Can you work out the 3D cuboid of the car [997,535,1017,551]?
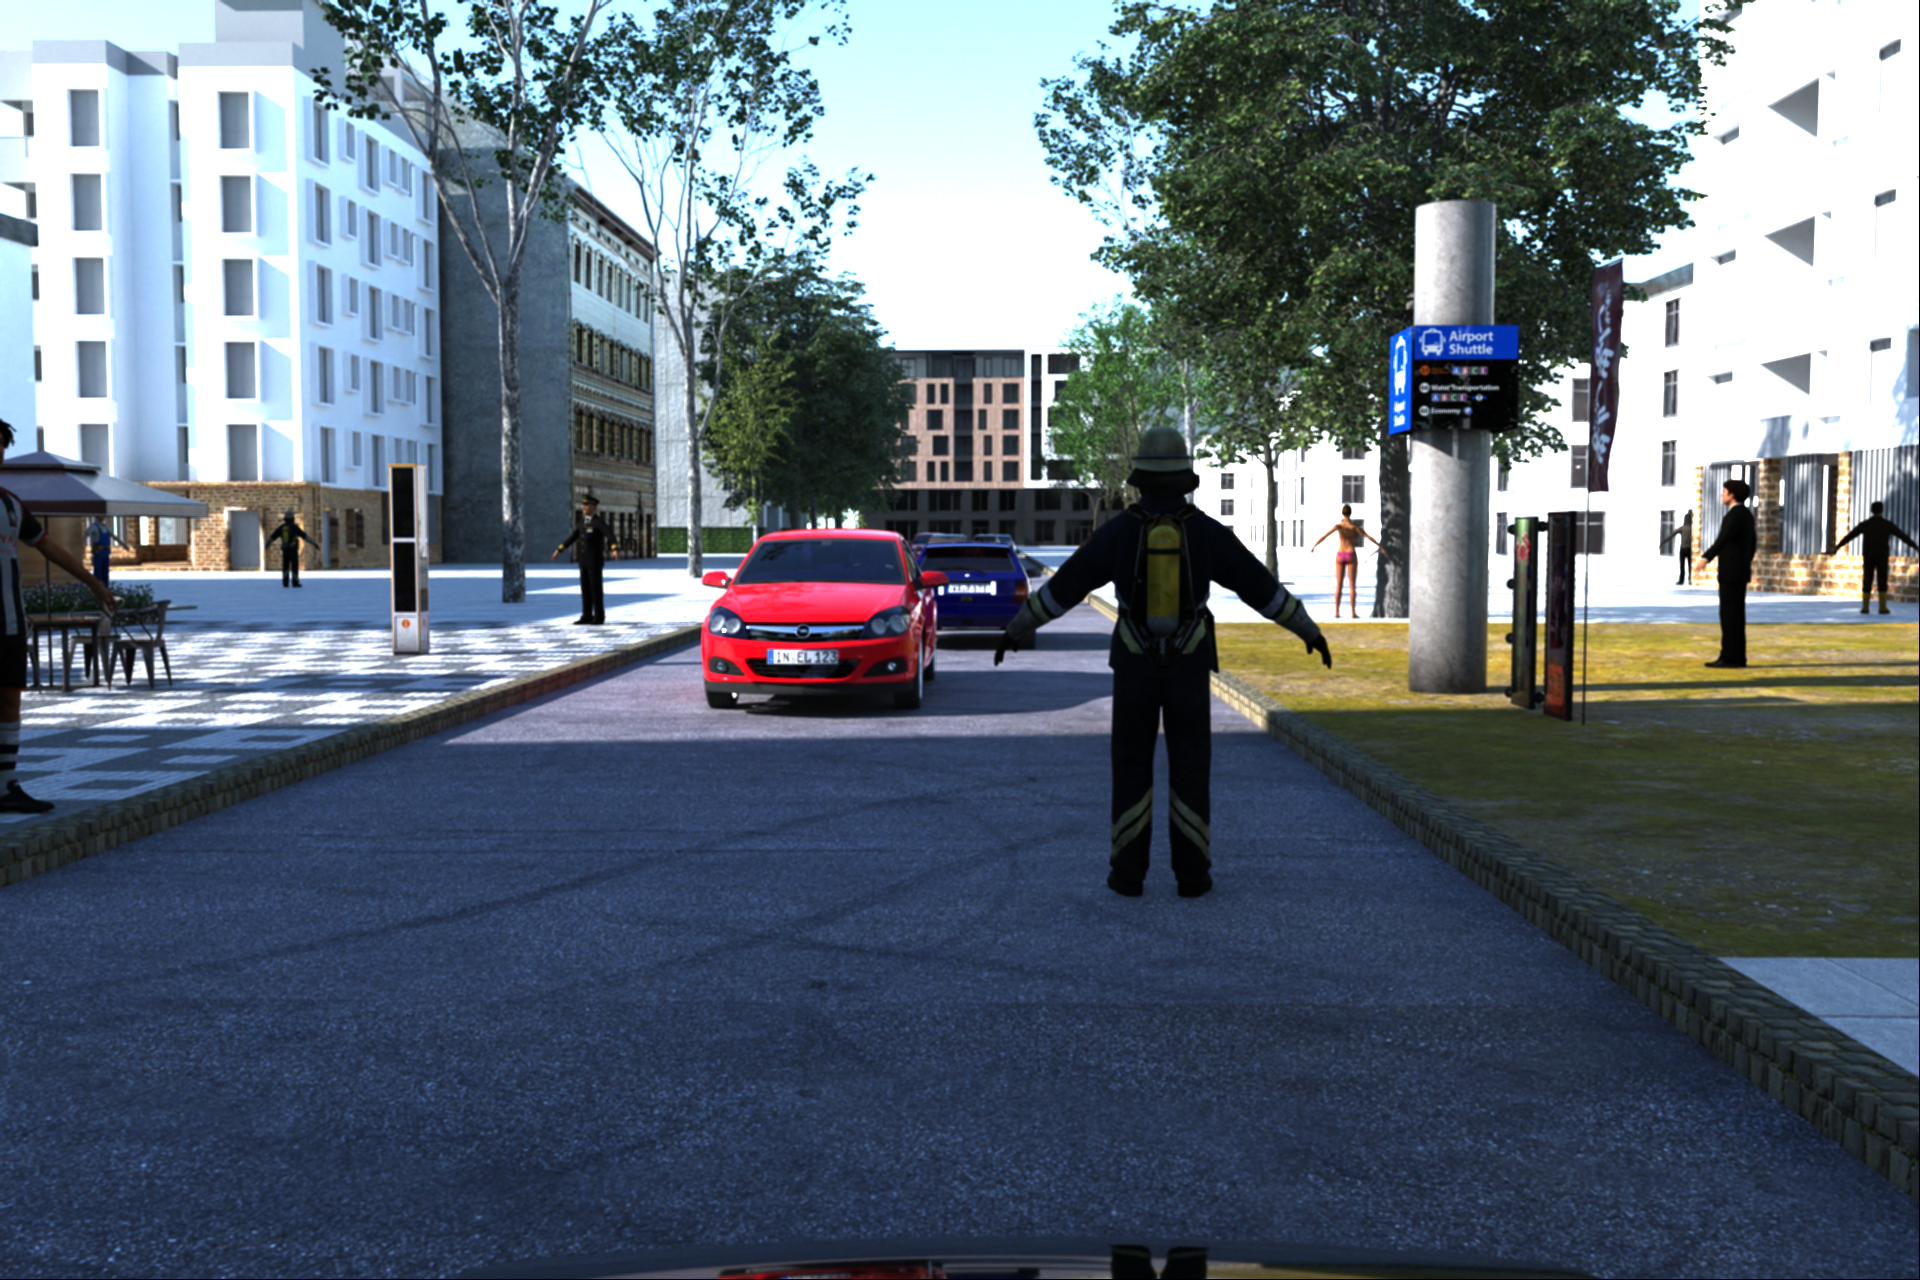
[{"bbox_3d":[2.285,-5.348,99.444,2.014,1.417,4.499,0,4,0],"label":"car"}]

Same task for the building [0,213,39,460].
[{"bbox_3d":[-26.110,-5.569,33.196,9.099,9.664,28.070,0,4,1],"label":"building"}]

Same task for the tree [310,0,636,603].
[{"bbox_3d":[-9.791,-10.788,32.272,12.611,20.169,13.585,0,3,0],"label":"tree"}]

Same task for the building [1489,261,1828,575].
[{"bbox_3d":[23.458,-7.085,57.985,9.099,9.664,28.070,0,4,1],"label":"building"}]

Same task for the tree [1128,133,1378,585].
[{"bbox_3d":[7.868,-7.243,44.172,9.928,11.665,9.643,0,3,0],"label":"tree"}]

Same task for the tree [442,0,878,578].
[{"bbox_3d":[-8.571,-11.801,48.831,12.611,20.169,13.585,0,3,0],"label":"tree"}]

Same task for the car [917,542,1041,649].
[{"bbox_3d":[0.121,-0.636,22.986,1.945,1.354,3.894,0,4,1],"label":"car"}]

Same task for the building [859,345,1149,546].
[{"bbox_3d":[5.686,-21.661,200.581,32.646,21.610,27.936,0,4,4],"label":"building"}]

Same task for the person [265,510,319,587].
[{"bbox_3d":[-16.193,-2.210,41.905,1.354,1.856,0.705,0,4,5],"label":"person"}]

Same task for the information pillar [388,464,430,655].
[{"bbox_3d":[-5.847,-0.851,18.402,0.304,2.012,0.304,0,4,3],"label":"information pillar"}]

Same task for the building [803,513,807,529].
[{"bbox_3d":[-25.010,-18.348,166.452,16.747,18.905,31.486,0,4,2],"label":"building"}]

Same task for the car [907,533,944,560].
[{"bbox_3d":[-1.207,-3.794,71.077,2.155,1.783,4.494,0,4,2],"label":"car"}]

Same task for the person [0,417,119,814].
[{"bbox_3d":[-4.368,-0.101,7.793,0.704,1.843,1.345,1,4,16],"label":"person"}]

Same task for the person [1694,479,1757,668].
[{"bbox_3d":[7.414,-0.641,16.666,0.705,1.806,1.347,3,5,42],"label":"person"}]

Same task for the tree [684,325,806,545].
[{"bbox_3d":[-7.367,-6.728,60.360,4.737,8.622,4.395,0,3,0],"label":"tree"}]

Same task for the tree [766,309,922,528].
[{"bbox_3d":[-6.984,-11.677,97.572,9.857,13.997,8.962,0,3,0],"label":"tree"}]

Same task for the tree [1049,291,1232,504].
[{"bbox_3d":[7.604,-9.015,73.147,9.928,11.665,9.643,0,3,0],"label":"tree"}]

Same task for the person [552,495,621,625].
[{"bbox_3d":[-5.237,-1.134,24.482,1.347,1.837,0.705,2,4,35],"label":"person"}]

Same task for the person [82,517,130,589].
[{"bbox_3d":[-18.183,-1.887,36.708,0.705,1.847,1.347,1,4,16],"label":"person"}]

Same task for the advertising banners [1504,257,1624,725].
[{"bbox_3d":[4.183,-0.971,12.058,0.090,3.025,2.074,0,4,0],"label":"advertising banners"}]

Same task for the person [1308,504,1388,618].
[{"bbox_3d":[5.914,-1.202,26.450,1.217,1.733,0.721,1,4,22],"label":"person"}]

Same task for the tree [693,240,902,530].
[{"bbox_3d":[-7.147,-10.250,74.237,9.857,13.997,8.962,0,3,0],"label":"tree"}]

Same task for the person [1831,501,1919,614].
[{"bbox_3d":[14.787,-1.334,27.956,1.346,1.812,0.704,2,4,35],"label":"person"}]

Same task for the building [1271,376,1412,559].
[{"bbox_3d":[22.274,-8.893,87.549,9.099,9.664,28.070,0,4,1],"label":"building"}]

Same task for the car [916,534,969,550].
[{"bbox_3d":[-0.387,-2.818,55.853,2.009,1.686,4.222,0,4,1],"label":"car"}]

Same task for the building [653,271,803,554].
[{"bbox_3d":[-22.204,-16.273,132.522,16.747,18.905,31.486,0,4,1],"label":"building"}]

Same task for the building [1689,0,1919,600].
[{"bbox_3d":[22.805,-11.214,39.773,16.016,20.090,11.380,0,4,1],"label":"building"}]

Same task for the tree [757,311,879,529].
[{"bbox_3d":[-7.803,-10.347,87.305,7.486,12.596,7.792,0,3,0],"label":"tree"}]

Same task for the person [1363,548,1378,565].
[{"bbox_3d":[7.101,-1.168,28.356,0.991,1.433,0.599,1,4,9],"label":"person"}]

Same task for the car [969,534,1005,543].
[{"bbox_3d":[1.396,-5.082,92.876,2.009,1.686,4.222,0,4,1],"label":"car"}]

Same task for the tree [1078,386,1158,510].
[{"bbox_3d":[8.414,-8.243,85.128,4.360,8.622,3.978,0,3,0],"label":"tree"}]

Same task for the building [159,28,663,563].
[{"bbox_3d":[-25.909,-15.493,84.247,19.493,23.208,18.063,0,4,2],"label":"building"}]

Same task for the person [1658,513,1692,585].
[{"bbox_3d":[18.363,-2.303,43.788,1.348,1.813,0.705,0,4,4],"label":"person"}]

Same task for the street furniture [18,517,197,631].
[{"bbox_3d":[-15.280,-0.928,22.025,11.010,1.723,9.812,1,4,16],"label":"street furniture"}]

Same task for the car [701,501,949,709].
[{"bbox_3d":[-1.161,-0.400,15.575,2.155,1.783,4.494,0,4,2],"label":"car"}]

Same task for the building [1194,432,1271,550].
[{"bbox_3d":[25.055,-12.526,146.945,9.099,9.664,28.070,0,4,1],"label":"building"}]

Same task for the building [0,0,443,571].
[{"bbox_3d":[-27.383,-12.531,61.296,16.016,20.090,11.380,0,4,0],"label":"building"}]

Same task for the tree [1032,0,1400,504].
[{"bbox_3d":[9.260,-12.457,59.563,12.611,20.169,13.585,0,3,0],"label":"tree"}]

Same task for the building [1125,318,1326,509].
[{"bbox_3d":[26.533,-20.909,172.798,19.493,23.208,18.063,0,4,1],"label":"building"}]

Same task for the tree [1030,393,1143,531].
[{"bbox_3d":[8.446,-10.716,109.611,8.767,10.594,7.601,1,4,10],"label":"tree"}]

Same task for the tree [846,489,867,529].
[{"bbox_3d":[-6.761,-9.749,109.751,4.737,8.622,4.395,0,3,0],"label":"tree"}]

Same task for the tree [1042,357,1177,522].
[{"bbox_3d":[8.616,-10.607,99.178,9.928,11.665,9.643,0,3,0],"label":"tree"}]

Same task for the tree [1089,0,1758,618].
[{"bbox_3d":[6.636,-7.309,26.157,9.857,13.997,8.962,0,3,0],"label":"tree"}]

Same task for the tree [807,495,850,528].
[{"bbox_3d":[-15.203,-17.392,202.488,7.486,12.596,7.792,0,3,0],"label":"tree"}]

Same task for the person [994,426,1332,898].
[{"bbox_3d":[0.805,0.081,6.914,1.354,1.856,0.705,0,4,6],"label":"person"}]

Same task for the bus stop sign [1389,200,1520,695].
[{"bbox_3d":[3.980,-1.530,14.033,0.837,3.901,0.837,0,4,2],"label":"bus stop sign"}]
